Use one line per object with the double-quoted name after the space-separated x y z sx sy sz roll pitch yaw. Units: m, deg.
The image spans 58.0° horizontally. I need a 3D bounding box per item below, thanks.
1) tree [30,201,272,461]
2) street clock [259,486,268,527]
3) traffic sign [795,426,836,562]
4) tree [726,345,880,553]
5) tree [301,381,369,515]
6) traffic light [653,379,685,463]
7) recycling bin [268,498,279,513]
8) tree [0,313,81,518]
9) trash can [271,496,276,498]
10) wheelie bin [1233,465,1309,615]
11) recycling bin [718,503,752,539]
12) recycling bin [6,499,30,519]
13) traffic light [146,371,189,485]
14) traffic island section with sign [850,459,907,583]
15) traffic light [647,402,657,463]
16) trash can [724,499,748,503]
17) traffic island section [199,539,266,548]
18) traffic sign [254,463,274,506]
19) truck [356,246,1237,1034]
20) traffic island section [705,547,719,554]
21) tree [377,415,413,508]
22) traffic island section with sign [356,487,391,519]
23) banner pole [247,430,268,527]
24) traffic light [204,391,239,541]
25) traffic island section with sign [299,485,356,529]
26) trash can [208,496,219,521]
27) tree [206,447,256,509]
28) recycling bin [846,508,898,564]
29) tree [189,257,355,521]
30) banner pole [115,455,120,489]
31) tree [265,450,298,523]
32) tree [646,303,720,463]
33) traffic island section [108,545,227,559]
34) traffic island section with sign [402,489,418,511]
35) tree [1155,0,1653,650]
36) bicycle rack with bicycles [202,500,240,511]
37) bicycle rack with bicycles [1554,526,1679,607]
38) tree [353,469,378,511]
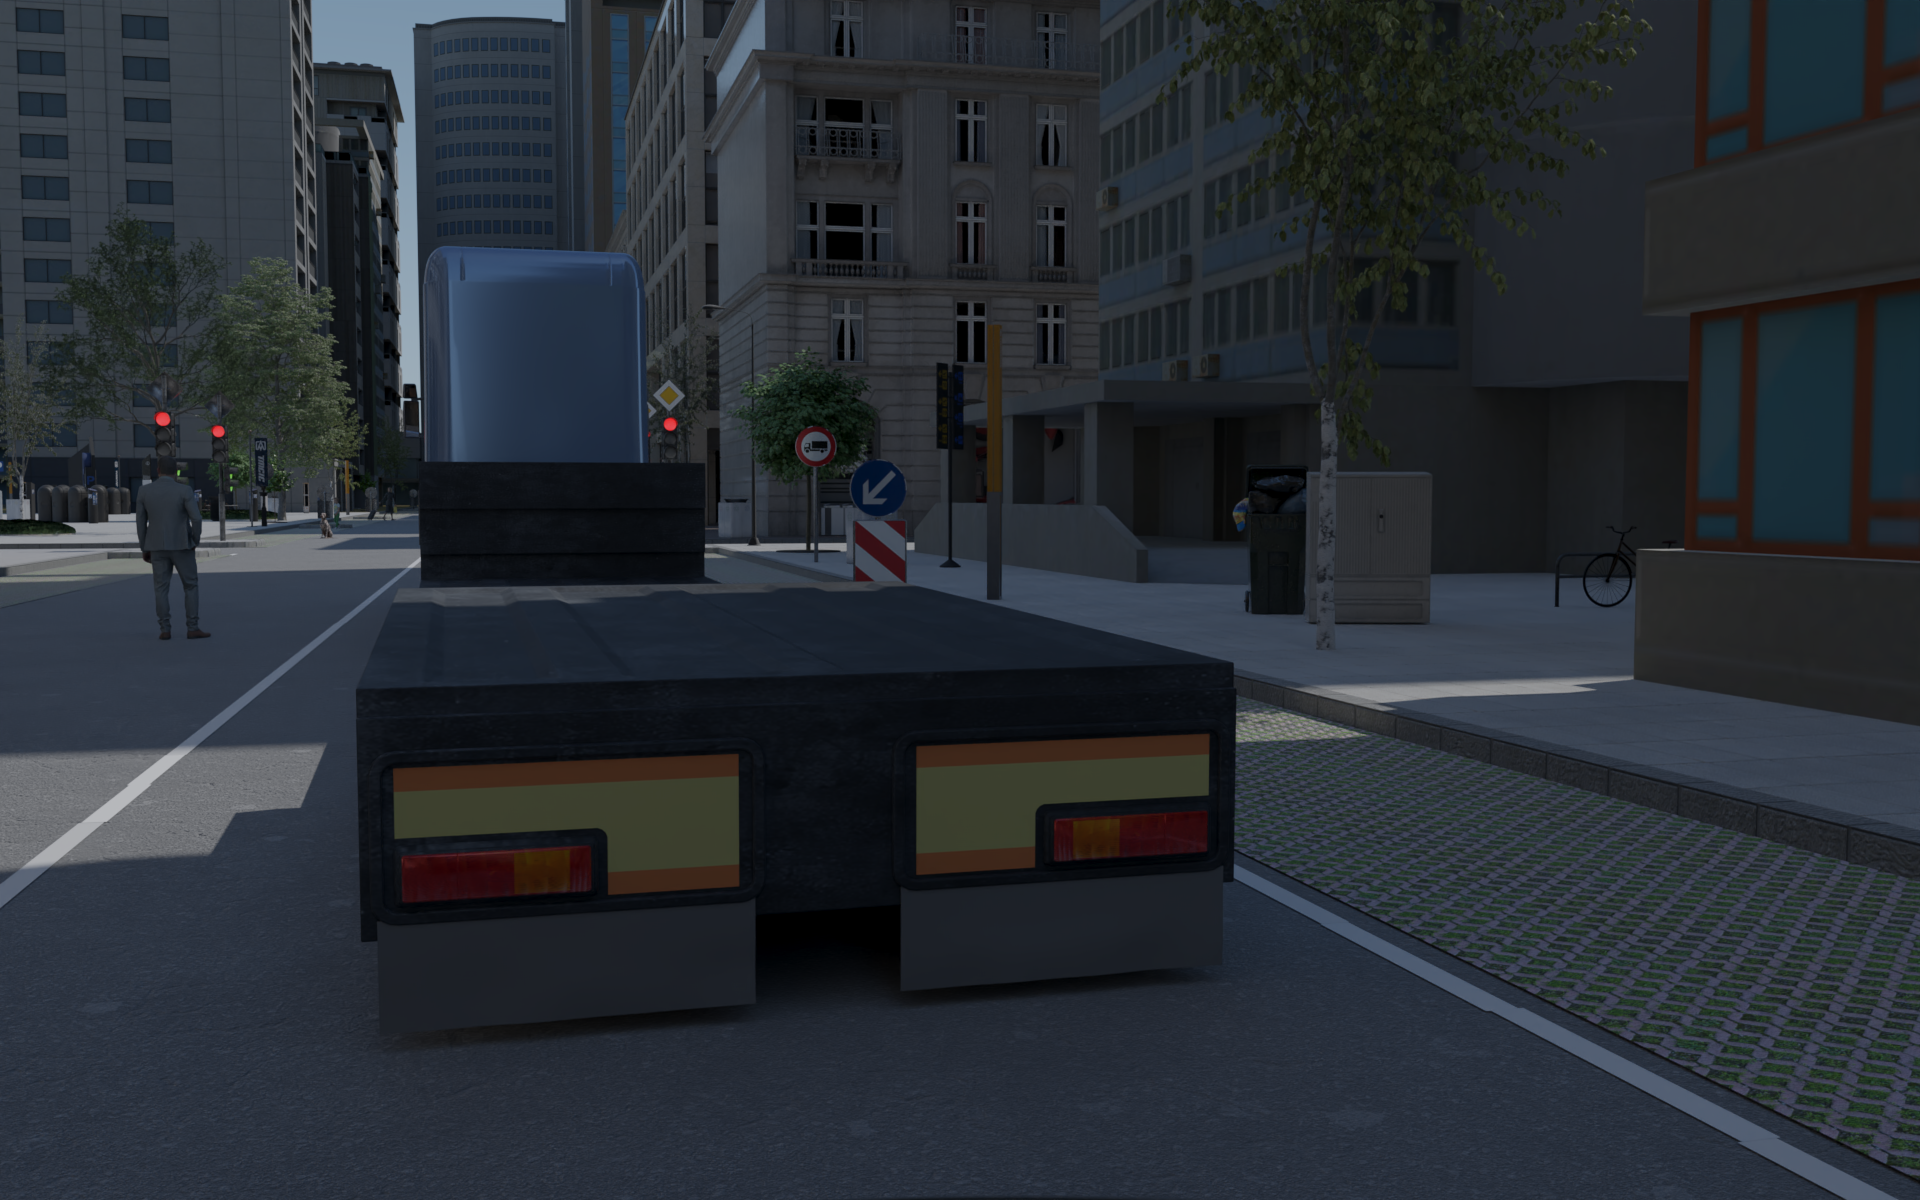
-26.222 -7.446 56.163 7.601 10.594 8.767 -2 4 -30 "tree"
-27.513 -3.907 68.445 0.358 2.002 0.471 -1 4 -11 "street clock"
-2.698 -1.978 32.445 0.768 2.556 0.104 -1 4 -10 "traffic sign"
-3.441 -3.336 38.263 4.285 4.588 4.351 0 3 0 "tree"
-39.226 -9.652 108.178 4.737 8.622 4.395 0 3 0 "tree"
-7.146 -3.278 42.515 0.839 4.253 0.868 -1 4 -15 "traffic light"
-42.030 -5.736 106.340 0.722 1.027 0.722 -3 5 -41 "recycling bin"
-38.507 -7.393 71.241 4.360 8.622 3.978 0 3 0 "tree"
-44.724 -6.229 113.491 0.748 1.137 0.748 0 3 0 "trash can"
3.431 -0.654 18.595 0.980 1.594 0.693 0 4 6 "wheelie bin"
-6.542 -2.313 50.366 0.722 1.027 0.722 -3 5 -40 "recycling bin"
-44.214 -4.205 81.310 0.722 1.027 0.722 1 4 9 "recycling bin"
-18.125 -3.100 39.600 0.839 4.253 0.868 -1 4 -15 "traffic light"
-1.219 -0.720 20.397 1.989 1.847 2.006 -1 4 -15 "traffic island section with sign"
-9.192 -3.750 50.235 0.839 4.253 0.868 -1 4 -15 "traffic light"
-6.676 -2.448 51.686 0.748 1.137 0.748 0 3 0 "trash can"
-20.213 -1.539 47.443 2.009 0.180 2.903 -1 4 -15 "traffic island section"
-27.636 -4.200 68.780 0.768 2.556 0.104 0 4 -7 "traffic sign"
-3.009 -1.457 13.574 2.967 4.110 18.799 -1 4 -16 "truck"
-7.105 -1.245 42.640 2.009 0.180 2.903 -1 4 -15 "traffic island section"
-52.024 -12.733 158.551 4.737 8.622 4.395 0 3 0 "tree"
-33.419 -5.496 98.492 1.989 1.847 2.006 -1 4 -15 "traffic island section with sign"
-27.440 -4.747 67.629 0.863 3.779 0.401 -2 4 -26 "banner pole"
-20.171 -3.572 47.319 0.839 4.253 0.868 -1 4 -15 "traffic light"
-26.510 -3.902 72.433 1.989 1.847 2.006 -1 4 -15 "traffic island section with sign"
-34.937 -4.269 81.456 0.748 1.137 0.748 0 3 0 "trash can"
-45.992 -7.711 109.791 4.285 4.588 4.351 0 3 0 "tree"
-1.615 -1.175 31.772 0.722 1.027 0.722 -2 4 -33 "recycling bin"
-33.161 -10.124 83.658 7.486 12.596 7.792 0 3 0 "tree"
-54.183 -7.427 111.448 0.401 3.779 0.863 0 4 -3 "banner pole"
-30.516 -5.042 77.030 1.663 3.219 1.824 0 3 0 "tree"
-10.736 -7.069 65.940 4.360 8.622 3.978 0 3 0 "tree"
-18.167 -1.067 39.724 2.009 0.180 2.903 -1 4 -15 "traffic island section"
-46.036 -8.409 146.121 1.989 1.847 2.006 -1 4 -15 "traffic island section with sign"
3.257 -3.895 14.045 4.737 8.622 4.395 0 3 0 "tree"
-44.253 -5.461 102.667 2.852 0.926 2.925 3 4 38 "bicycle rack with bicycles"
8.096 -0.346 19.041 2.925 0.926 2.852 -1 4 -18 "bicycle rack with bicycles"
-45.006 -8.387 131.730 1.663 3.219 1.824 0 3 0 "tree"
